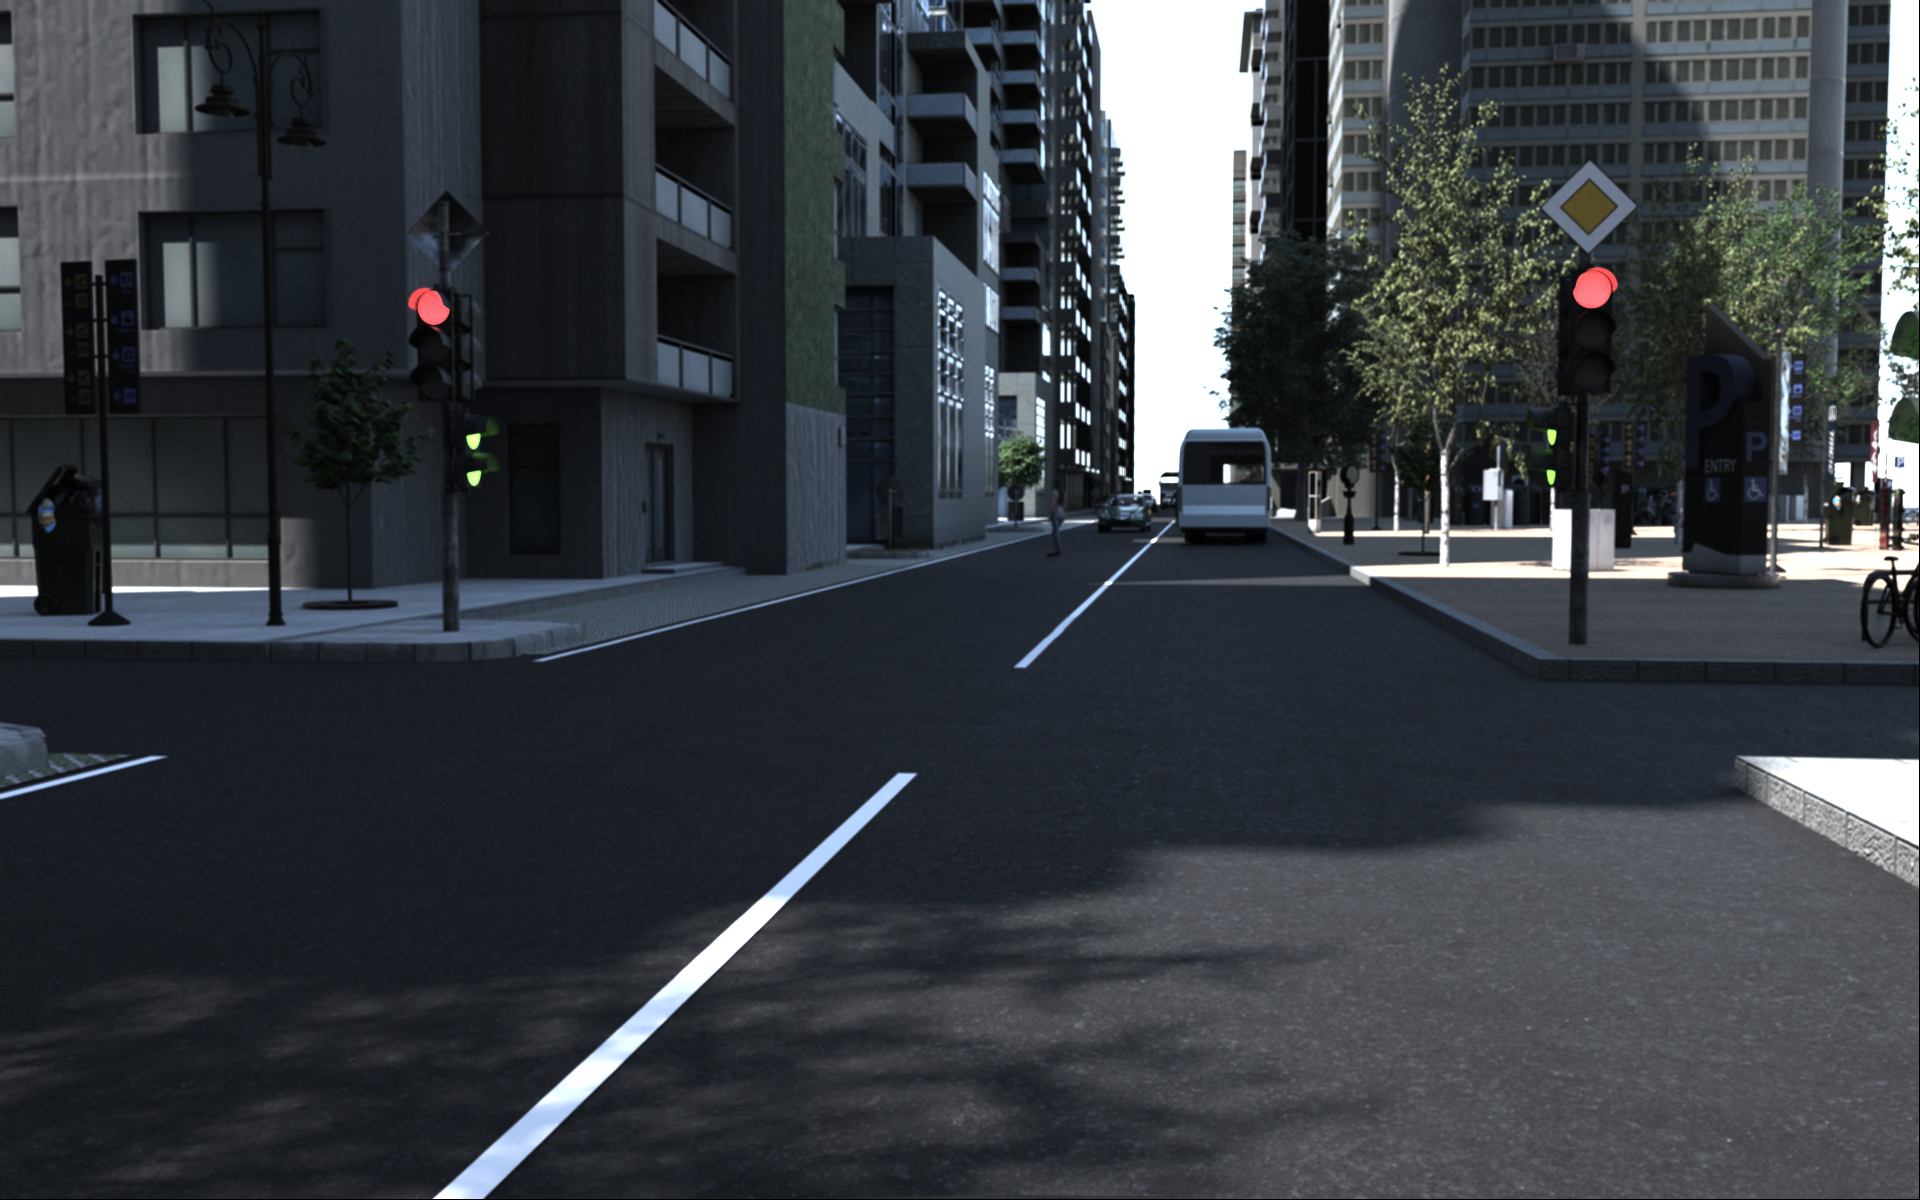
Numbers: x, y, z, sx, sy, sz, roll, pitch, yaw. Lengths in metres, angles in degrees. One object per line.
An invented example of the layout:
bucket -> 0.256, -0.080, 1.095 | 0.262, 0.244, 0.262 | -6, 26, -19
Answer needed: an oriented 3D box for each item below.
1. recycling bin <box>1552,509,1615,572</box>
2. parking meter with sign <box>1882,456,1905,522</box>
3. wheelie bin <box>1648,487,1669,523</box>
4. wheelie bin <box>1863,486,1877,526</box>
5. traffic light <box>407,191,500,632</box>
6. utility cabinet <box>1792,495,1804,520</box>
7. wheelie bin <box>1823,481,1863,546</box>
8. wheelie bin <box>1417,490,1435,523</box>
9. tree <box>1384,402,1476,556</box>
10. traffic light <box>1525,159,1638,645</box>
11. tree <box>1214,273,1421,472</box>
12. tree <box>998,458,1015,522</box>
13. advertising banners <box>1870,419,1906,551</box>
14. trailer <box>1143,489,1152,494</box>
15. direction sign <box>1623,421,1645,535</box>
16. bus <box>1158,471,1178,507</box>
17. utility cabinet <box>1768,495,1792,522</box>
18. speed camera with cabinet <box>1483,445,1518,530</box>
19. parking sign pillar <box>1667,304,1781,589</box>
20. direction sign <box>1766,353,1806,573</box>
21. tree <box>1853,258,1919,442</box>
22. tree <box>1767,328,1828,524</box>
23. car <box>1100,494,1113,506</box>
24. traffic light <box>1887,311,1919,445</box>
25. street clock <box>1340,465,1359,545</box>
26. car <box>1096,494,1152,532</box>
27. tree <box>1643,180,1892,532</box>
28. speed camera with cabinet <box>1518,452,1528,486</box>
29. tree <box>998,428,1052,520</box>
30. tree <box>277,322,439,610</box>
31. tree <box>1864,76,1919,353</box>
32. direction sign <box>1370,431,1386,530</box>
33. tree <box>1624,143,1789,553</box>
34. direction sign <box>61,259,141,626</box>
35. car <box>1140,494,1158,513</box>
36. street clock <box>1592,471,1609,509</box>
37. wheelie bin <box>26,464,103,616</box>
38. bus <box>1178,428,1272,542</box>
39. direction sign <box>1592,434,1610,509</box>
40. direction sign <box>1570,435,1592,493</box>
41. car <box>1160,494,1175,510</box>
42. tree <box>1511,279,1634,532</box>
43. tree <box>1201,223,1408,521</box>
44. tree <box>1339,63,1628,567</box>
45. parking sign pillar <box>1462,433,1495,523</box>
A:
recycling bin -> 10.345, -0.990, 28.734 | 0.722, 1.027, 0.722 | -1, 4, -19
parking meter with sign -> 42.773, -5.132, 80.162 | 0.543, 3.016, 1.738 | -1, 4, -18
wheelie bin -> 31.033, -4.218, 76.869 | 0.980, 1.594, 0.693 | -2, 4, -30
wheelie bin -> 36.232, -3.755, 69.301 | 0.980, 1.594, 0.693 | -3, 5, -42
traffic light -> -4.745, -1.662, 16.093 | 0.839, 4.253, 0.868 | 0, 4, 8
utility cabinet -> 41.050, -4.507, 84.857 | 1.020, 1.237, 0.306 | -3, 4, -38
wheelie bin -> 21.967, -2.162, 43.249 | 0.693, 1.594, 0.980 | 1, 4, 15
wheelie bin -> 20.632, -4.201, 76.587 | 0.693, 1.594, 0.980 | 0, 4, -2
tree -> 9.692, -2.562, 36.487 | 1.663, 3.219, 1.824 | 0, 3, 0
traffic light -> 5.271, -1.577, 14.710 | 0.839, 4.253, 0.868 | 0, 4, 8
tree -> 14.996, -8.439, 72.391 | 8.767, 10.594, 7.601 | 0, 4, 3
tree -> 1.446, -5.293, 81.142 | 1.663, 3.219, 1.824 | 0, 3, 0
advertising banners -> 21.339, -2.673, 39.891 | 0.090, 3.025, 2.074 | 0, 4, 8
trailer -> 21.961, -12.007, 203.368 | 1.471, 1.999, 3.904 | 0, 4, 7
direction sign -> 20.942, -3.784, 53.862 | 0.876, 3.537, 0.379 | -2, 4, -27
bus -> 22.955, -12.029, 188.224 | 2.896, 3.916, 12.252 | 0, 4, 6
utility cabinet -> 37.434, -4.172, 79.380 | 0.306, 1.237, 1.020 | -3, 4, -36
speed camera with cabinet -> 19.549, -4.195, 62.922 | 0.660, 3.252, 2.038 | 2, 4, 32
parking sign pillar -> 10.609, -2.171, 23.967 | 1.447, 3.967, 1.447 | -1, 4, -11
direction sign -> 13.365, -2.222, 28.327 | 0.379, 3.537, 0.876 | -2, 4, -31
tree -> 28.686, -6.160, 51.086 | 4.360, 8.622, 3.978 | 0, 3, 0
tree -> 35.766, -7.504, 73.056 | 4.360, 8.622, 3.978 | 0, 3, 0
car -> 11.522, -7.410, 130.941 | 2.009, 1.686, 4.222 | 0, 4, 6
traffic light -> 4.162, -1.094, 6.802 | 0.839, 4.253, 0.868 | 0, 4, 8
street clock -> 9.876, -2.408, 43.945 | 0.471, 2.002, 0.358 | -2, 4, -35
car -> 6.344, -3.343, 66.460 | 2.131, 1.459, 4.920 | 1, 4, 10
tree -> 27.263, -8.139, 58.821 | 9.928, 11.665, 9.643 | 0, 3, 0
speed camera with cabinet -> 25.811, -5.364, 82.036 | 2.038, 3.252, 0.660 | 2, 4, 29
tree -> 2.965, -6.300, 86.715 | 4.285, 4.588, 4.351 | 0, 3, 0
tree -> -6.968, -1.518, 19.427 | 1.663, 3.219, 1.824 | 0, 3, 0
tree -> 16.780, -4.774, 28.418 | 4.737, 8.622, 4.395 | 0, 3, 0
direction sign -> 14.960, -4.287, 62.093 | 0.876, 3.537, 0.379 | -3, 5, -40
tree -> 15.971, -5.322, 37.378 | 4.737, 8.622, 4.395 | 0, 3, 0
direction sign -> -8.355, -1.523, 16.903 | 0.876, 3.537, 0.379 | 1, 4, 16
car -> 14.564, -7.706, 135.781 | 2.009, 1.686, 4.222 | 1, 4, 10
street clock -> 19.725, -2.985, 53.370 | 0.358, 2.002, 0.471 | -2, 4, -31
wheelie bin -> -9.523, -0.651, 18.545 | 0.693, 1.594, 0.980 | -1, 4, -14
bus -> 8.449, -3.664, 54.770 | 2.948, 3.499, 13.247 | 1, 4, 9
direction sign -> 24.247, -4.522, 65.939 | 0.876, 3.537, 0.379 | 1, 4, 22
direction sign -> 22.005, -4.282, 62.000 | 0.379, 3.537, 0.876 | -2, 4, -34
car -> 19.745, -9.145, 161.314 | 2.131, 1.459, 4.920 | 1, 4, 10
tree -> 20.311, -6.623, 58.645 | 4.360, 8.622, 3.978 | 0, 3, 0
tree -> 16.432, -10.753, 82.465 | 9.857, 13.997, 8.962 | 0, 3, 0
tree -> 8.523, -4.865, 29.912 | 4.737, 8.622, 4.395 | 0, 3, 0
parking sign pillar -> 23.020, -5.410, 76.925 | 1.447, 3.967, 1.447 | 0, 4, 5
